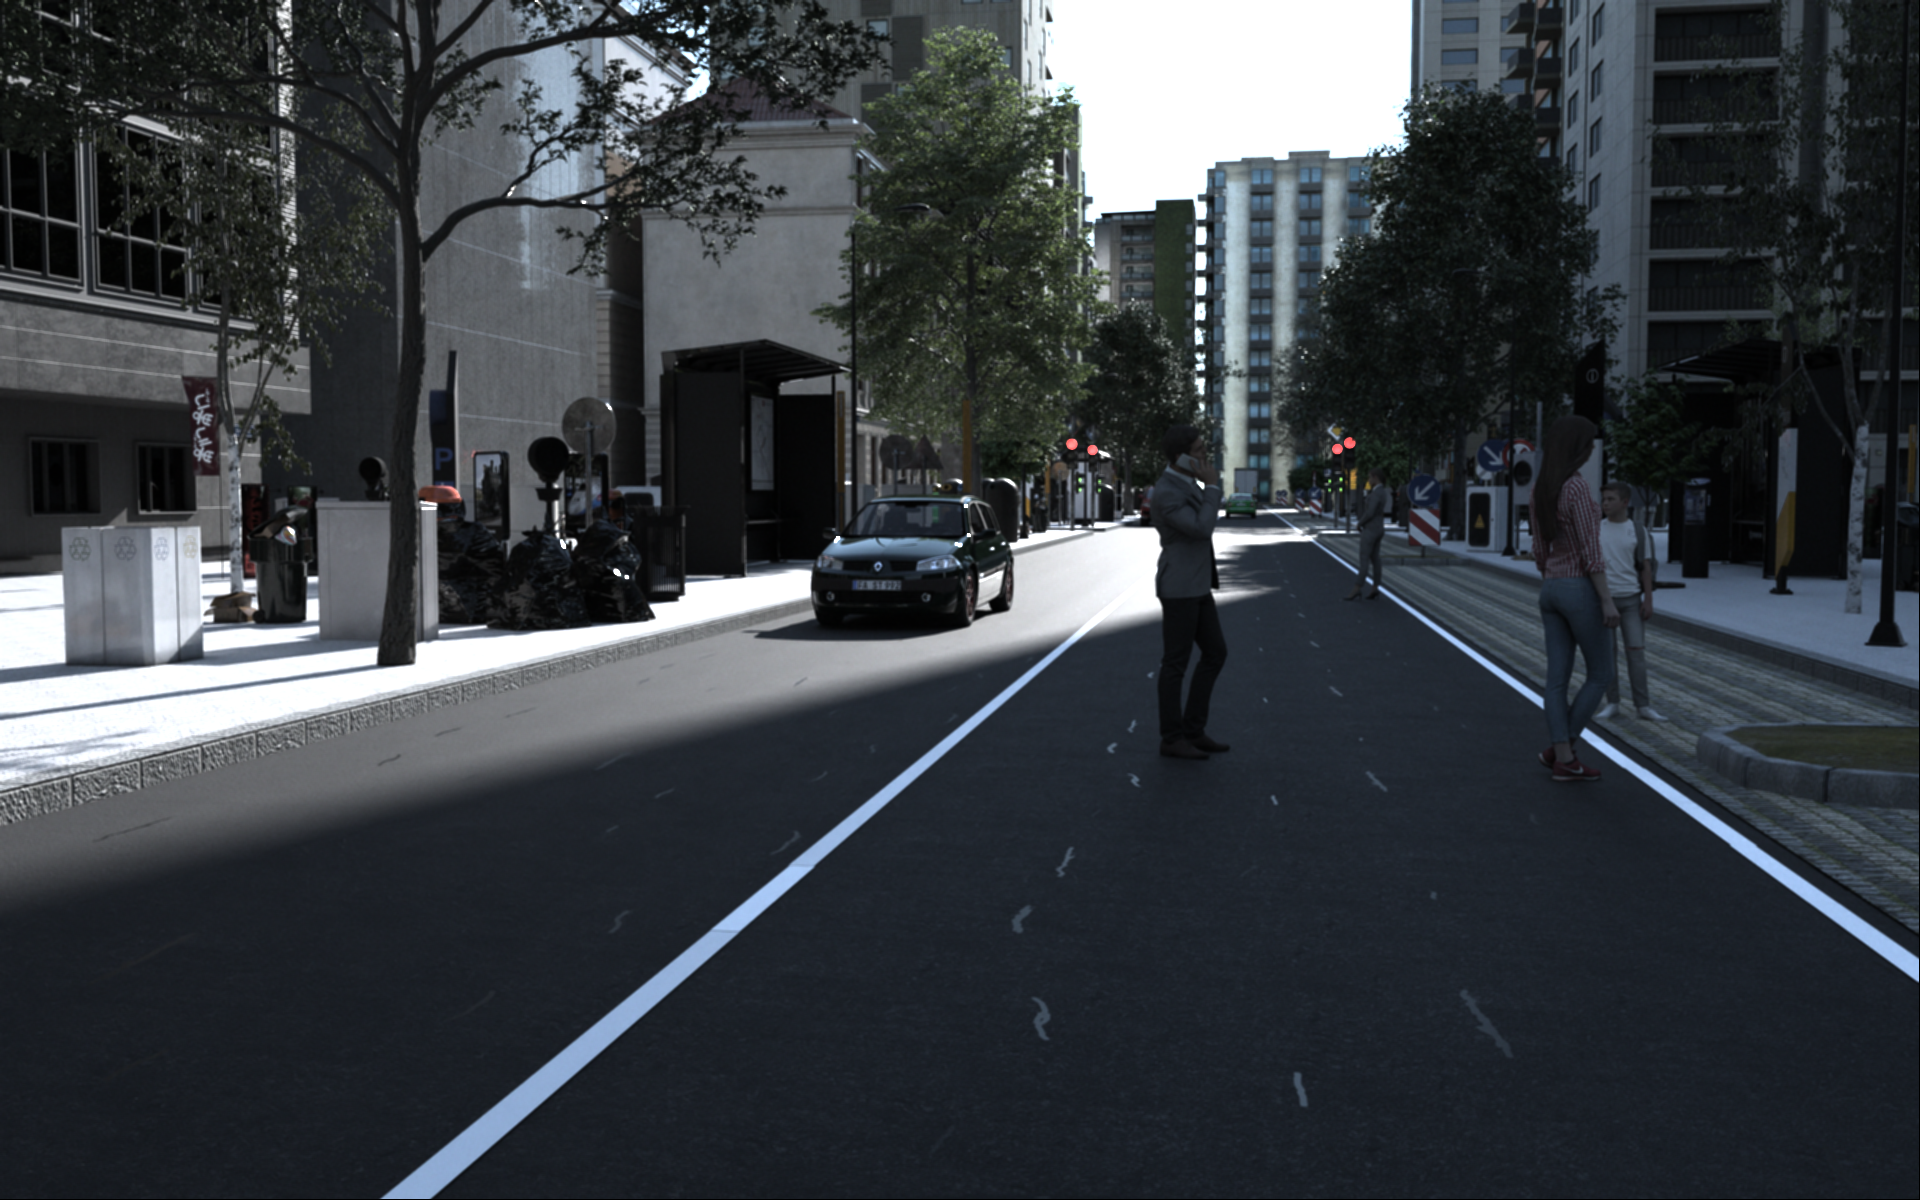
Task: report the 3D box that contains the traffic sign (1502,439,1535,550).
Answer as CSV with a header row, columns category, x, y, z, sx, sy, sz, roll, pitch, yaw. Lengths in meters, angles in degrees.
category,x,y,z,sx,sy,sz,roll,pitch,yaw
traffic sign,12.858,-2.433,39.885,0.768,2.556,0.104,1,4,12

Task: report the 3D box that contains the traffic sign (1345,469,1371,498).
category,x,y,z,sx,sy,sz,roll,pitch,yaw
traffic sign,25.594,-7.123,110.332,2.265,3.308,0.079,1,4,19

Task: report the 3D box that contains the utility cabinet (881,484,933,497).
category,x,y,z,sx,sy,sz,roll,pitch,yaw
utility cabinet,-1.174,-1.824,38.501,1.173,1.500,0.318,2,4,31

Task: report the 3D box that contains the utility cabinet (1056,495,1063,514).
category,x,y,z,sx,sy,sz,roll,pitch,yaw
utility cabinet,4.794,-4.358,82.412,0.306,1.237,1.020,1,4,13

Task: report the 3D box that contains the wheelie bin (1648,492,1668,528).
category,x,y,z,sx,sy,sz,roll,pitch,yaw
wheelie bin,26.441,-3.536,65.729,0.693,1.594,0.980,3,4,37

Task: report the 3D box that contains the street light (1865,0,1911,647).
category,x,y,z,sx,sy,sz,roll,pitch,yaw
street light,7.330,-2.573,14.617,1.470,5.913,1.316,1,4,9

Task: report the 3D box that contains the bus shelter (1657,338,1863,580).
category,x,y,z,sx,sy,sz,roll,pitch,yaw
bus shelter,13.129,-2.305,28.964,1.731,3.624,6.357,1,4,9

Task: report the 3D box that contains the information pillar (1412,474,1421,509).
category,x,y,z,sx,sy,sz,roll,pitch,yaw
information pillar,16.951,-3.660,64.325,0.304,2.012,0.304,2,4,27

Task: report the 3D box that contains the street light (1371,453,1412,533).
category,x,y,z,sx,sy,sz,roll,pitch,yaw
street light,14.394,-5.192,57.432,1.470,5.913,1.316,1,4,9

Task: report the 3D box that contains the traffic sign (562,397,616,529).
category,x,y,z,sx,sy,sz,roll,pitch,yaw
traffic sign,-4.887,-1.387,22.789,0.768,2.556,0.104,1,4,13

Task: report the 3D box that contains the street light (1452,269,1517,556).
category,x,y,z,sx,sy,sz,roll,pitch,yaw
street light,10.858,-3.870,35.821,1.470,5.913,1.316,1,4,9

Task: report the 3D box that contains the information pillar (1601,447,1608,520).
category,x,y,z,sx,sy,sz,roll,pitch,yaw
information pillar,9.992,-1.393,27.274,0.304,2.012,0.304,3,5,39

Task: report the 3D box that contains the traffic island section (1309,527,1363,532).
category,x,y,z,sx,sy,sz,roll,pitch,yaw
traffic island section,14.309,-2.662,65.808,2.009,0.180,2.903,1,4,9

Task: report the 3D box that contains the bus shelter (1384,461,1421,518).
category,x,y,z,sx,sy,sz,roll,pitch,yaw
bus shelter,23.127,-5.999,92.000,2.014,3.302,5.546,1,4,9

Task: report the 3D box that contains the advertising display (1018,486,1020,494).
category,x,y,z,sx,sy,sz,roll,pitch,yaw
advertising display,4.192,-7.419,126.512,0.974,1.923,0.123,1,4,17

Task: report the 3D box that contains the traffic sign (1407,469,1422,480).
category,x,y,z,sx,sy,sz,roll,pitch,yaw
traffic sign,23.268,-5.417,88.678,0.768,2.556,0.104,1,4,14

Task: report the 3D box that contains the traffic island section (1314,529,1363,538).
category,x,y,z,sx,sy,sz,roll,pitch,yaw
traffic island section,13.004,-2.180,57.930,2.009,0.180,2.903,1,4,9

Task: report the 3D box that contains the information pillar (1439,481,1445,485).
category,x,y,z,sx,sy,sz,roll,pitch,yaw
information pillar,26.587,-5.584,95.792,0.304,2.012,0.304,-3,5,-41

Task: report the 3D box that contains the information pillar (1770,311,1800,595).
category,x,y,z,sx,sy,sz,roll,pitch,yaw
information pillar,10.535,-1.878,22.055,0.183,3.616,0.504,1,4,9

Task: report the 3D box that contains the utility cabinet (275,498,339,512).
category,x,y,z,sx,sy,sz,roll,pitch,yaw
utility cabinet,-11.088,-1.119,29.453,0.306,1.237,1.020,3,5,40

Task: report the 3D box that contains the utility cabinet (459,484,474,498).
category,x,y,z,sx,sy,sz,roll,pitch,yaw
utility cabinet,-10.496,-1.734,37.037,1.173,1.500,0.318,2,4,29

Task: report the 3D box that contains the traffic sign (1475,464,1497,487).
category,x,y,z,sx,sy,sz,roll,pitch,yaw
traffic sign,19.471,-3.916,64.140,0.768,2.556,0.104,1,4,16

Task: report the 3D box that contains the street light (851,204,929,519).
category,x,y,z,sx,sy,sz,roll,pitch,yaw
street light,-1.186,-3.389,27.958,1.470,5.913,1.316,1,4,9

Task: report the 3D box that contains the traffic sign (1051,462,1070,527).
category,x,y,z,sx,sy,sz,roll,pitch,yaw
traffic sign,3.922,-4.155,68.038,0.768,2.556,0.104,1,4,15

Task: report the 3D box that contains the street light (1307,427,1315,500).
category,x,y,z,sx,sy,sz,roll,pitch,yaw
street light,24.386,-8.892,117.929,1.470,5.913,1.316,1,4,9

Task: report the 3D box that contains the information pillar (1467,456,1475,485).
category,x,y,z,sx,sy,sz,roll,pitch,yaw
information pillar,31.377,-7.038,106.423,0.183,3.616,0.504,-3,5,-40

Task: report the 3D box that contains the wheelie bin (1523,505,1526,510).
category,x,y,z,sx,sy,sz,roll,pitch,yaw
wheelie bin,33.896,-5.927,104.810,0.980,1.594,0.693,-1,4,-9

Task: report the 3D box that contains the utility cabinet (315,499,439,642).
category,x,y,z,sx,sy,sz,roll,pitch,yaw
utility cabinet,-5.128,-0.251,15.269,1.020,1.237,0.306,1,4,13

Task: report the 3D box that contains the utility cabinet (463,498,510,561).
category,x,y,z,sx,sy,sz,roll,pitch,yaw
utility cabinet,-7.971,-1.065,28.567,1.020,1.237,0.306,0,3,0

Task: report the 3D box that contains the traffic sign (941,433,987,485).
category,x,y,z,sx,sy,sz,roll,pitch,yaw
traffic sign,0.461,-3.881,57.331,2.265,3.308,0.079,1,4,16

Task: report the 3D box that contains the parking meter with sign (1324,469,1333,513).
category,x,y,z,sx,sy,sz,roll,pitch,yaw
parking meter with sign,25.691,-7.604,120.593,0.543,3.016,1.738,1,4,18

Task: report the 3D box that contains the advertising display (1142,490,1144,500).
category,x,y,z,sx,sy,sz,roll,pitch,yaw
advertising display,13.875,-7.703,131.164,0.123,1.923,0.974,1,4,8

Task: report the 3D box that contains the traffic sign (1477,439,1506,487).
category,x,y,z,sx,sy,sz,roll,pitch,yaw
traffic sign,12.430,-2.465,40.403,0.768,2.556,0.104,1,4,13

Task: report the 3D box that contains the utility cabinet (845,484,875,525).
category,x,y,z,sx,sy,sz,roll,pitch,yaw
utility cabinet,-2.229,-1.766,37.555,0.318,1.500,1.173,-2,4,-31

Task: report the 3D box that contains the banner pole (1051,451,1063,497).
category,x,y,z,sx,sy,sz,roll,pitch,yaw
banner pole,4.921,-6.047,88.887,0.863,3.779,0.401,2,4,34

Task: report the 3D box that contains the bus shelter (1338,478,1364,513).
category,x,y,z,sx,sy,sz,roll,pitch,yaw
bus shelter,25.618,-7.339,113.921,2.014,3.302,5.546,1,4,9

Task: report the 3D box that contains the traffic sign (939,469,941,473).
category,x,y,z,sx,sy,sz,roll,pitch,yaw
traffic sign,-0.344,-3.571,58.492,0.768,2.556,0.104,1,4,17

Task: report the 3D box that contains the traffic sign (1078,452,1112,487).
category,x,y,z,sx,sy,sz,roll,pitch,yaw
traffic sign,6.326,-5.565,84.862,2.265,3.308,0.079,1,4,13

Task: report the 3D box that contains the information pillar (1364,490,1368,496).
category,x,y,z,sx,sy,sz,roll,pitch,yaw
information pillar,32.554,-9.044,139.228,0.504,3.616,0.183,-1,4,-19

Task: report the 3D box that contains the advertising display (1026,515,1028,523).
category,x,y,z,sx,sy,sz,roll,pitch,yaw
advertising display,2.886,-4.237,74.481,0.123,1.923,0.974,1,4,18

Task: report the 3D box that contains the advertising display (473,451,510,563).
category,x,y,z,sx,sy,sz,roll,pitch,yaw
advertising display,-7.123,-1.293,26.355,0.123,1.923,0.974,-3,5,-40

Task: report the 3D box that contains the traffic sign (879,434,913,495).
category,x,y,z,sx,sy,sz,roll,pitch,yaw
traffic sign,-1.374,-2.254,36.961,0.768,2.556,0.104,1,4,16

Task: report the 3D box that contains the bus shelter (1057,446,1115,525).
category,x,y,z,sx,sy,sz,roll,pitch,yaw
bus shelter,5.502,-4.965,75.098,2.014,3.302,5.546,1,4,9

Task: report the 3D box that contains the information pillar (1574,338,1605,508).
category,x,y,z,sx,sy,sz,roll,pitch,yaw
information pillar,9.558,-2.140,26.343,0.183,3.616,0.504,-2,4,-32

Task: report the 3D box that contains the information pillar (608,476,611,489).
category,x,y,z,sx,sy,sz,roll,pitch,yaw
information pillar,-14.579,-4.104,71.588,0.304,2.012,0.304,0,4,-3

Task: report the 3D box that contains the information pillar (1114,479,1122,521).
category,x,y,z,sx,sy,sz,roll,pitch,yaw
information pillar,7.687,-4.871,84.140,0.304,2.012,0.304,-1,4,-12

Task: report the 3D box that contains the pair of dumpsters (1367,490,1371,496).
category,x,y,z,sx,sy,sz,roll,pitch,yaw
pair of dumpsters,27.478,-6.756,112.957,1.574,2.255,4.437,1,4,10

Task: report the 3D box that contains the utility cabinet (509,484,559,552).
category,x,y,z,sx,sy,sz,roll,pitch,yaw
utility cabinet,-9.305,-1.762,37.481,1.173,1.500,0.318,0,4,2

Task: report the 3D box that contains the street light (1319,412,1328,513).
category,x,y,z,sx,sy,sz,roll,pitch,yaw
street light,20.921,-7.595,96.715,1.470,5.913,1.316,1,4,9

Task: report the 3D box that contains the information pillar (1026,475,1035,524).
category,x,y,z,sx,sy,sz,roll,pitch,yaw
information pillar,2.878,-4.976,72.719,0.504,3.616,0.183,2,4,27

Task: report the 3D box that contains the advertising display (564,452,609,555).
category,x,y,z,sx,sy,sz,roll,pitch,yaw
advertising display,-5.841,-1.338,27.090,0.974,1.923,0.123,3,5,41

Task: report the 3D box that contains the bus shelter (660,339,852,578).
category,x,y,z,sx,sy,sz,roll,pitch,yaw
bus shelter,-3.303,-2.337,29.495,1.731,3.624,6.357,1,4,9

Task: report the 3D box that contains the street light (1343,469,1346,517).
category,x,y,z,sx,sy,sz,roll,pitch,yaw
street light,17.339,-6.274,75.126,1.470,5.913,1.316,1,4,9

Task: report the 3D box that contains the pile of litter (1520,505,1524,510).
category,x,y,z,sx,sy,sz,roll,pitch,yaw
pile of litter,31.724,-5.182,98.683,1.176,0.858,1.719,0,4,-8

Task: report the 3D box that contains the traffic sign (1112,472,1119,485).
category,x,y,z,sx,sy,sz,roll,pitch,yaw
traffic sign,7.387,-5.122,84.927,0.795,2.450,0.064,1,4,10

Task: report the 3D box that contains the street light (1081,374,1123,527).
category,x,y,z,sx,sy,sz,roll,pitch,yaw
street light,5.408,-5.785,67.133,1.470,5.913,1.316,1,4,9

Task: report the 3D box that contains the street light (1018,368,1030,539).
category,x,y,z,sx,sy,sz,roll,pitch,yaw
street light,2.357,-4.686,49.160,1.470,5.913,1.316,1,4,9

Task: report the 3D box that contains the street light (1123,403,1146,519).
category,x,y,z,sx,sy,sz,roll,pitch,yaw
street light,8.780,-7.084,88.363,1.470,5.913,1.316,1,4,9

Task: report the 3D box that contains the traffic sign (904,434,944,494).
category,x,y,z,sx,sy,sz,roll,pitch,yaw
traffic sign,-0.775,-2.287,37.397,0.884,2.594,0.081,1,4,13
